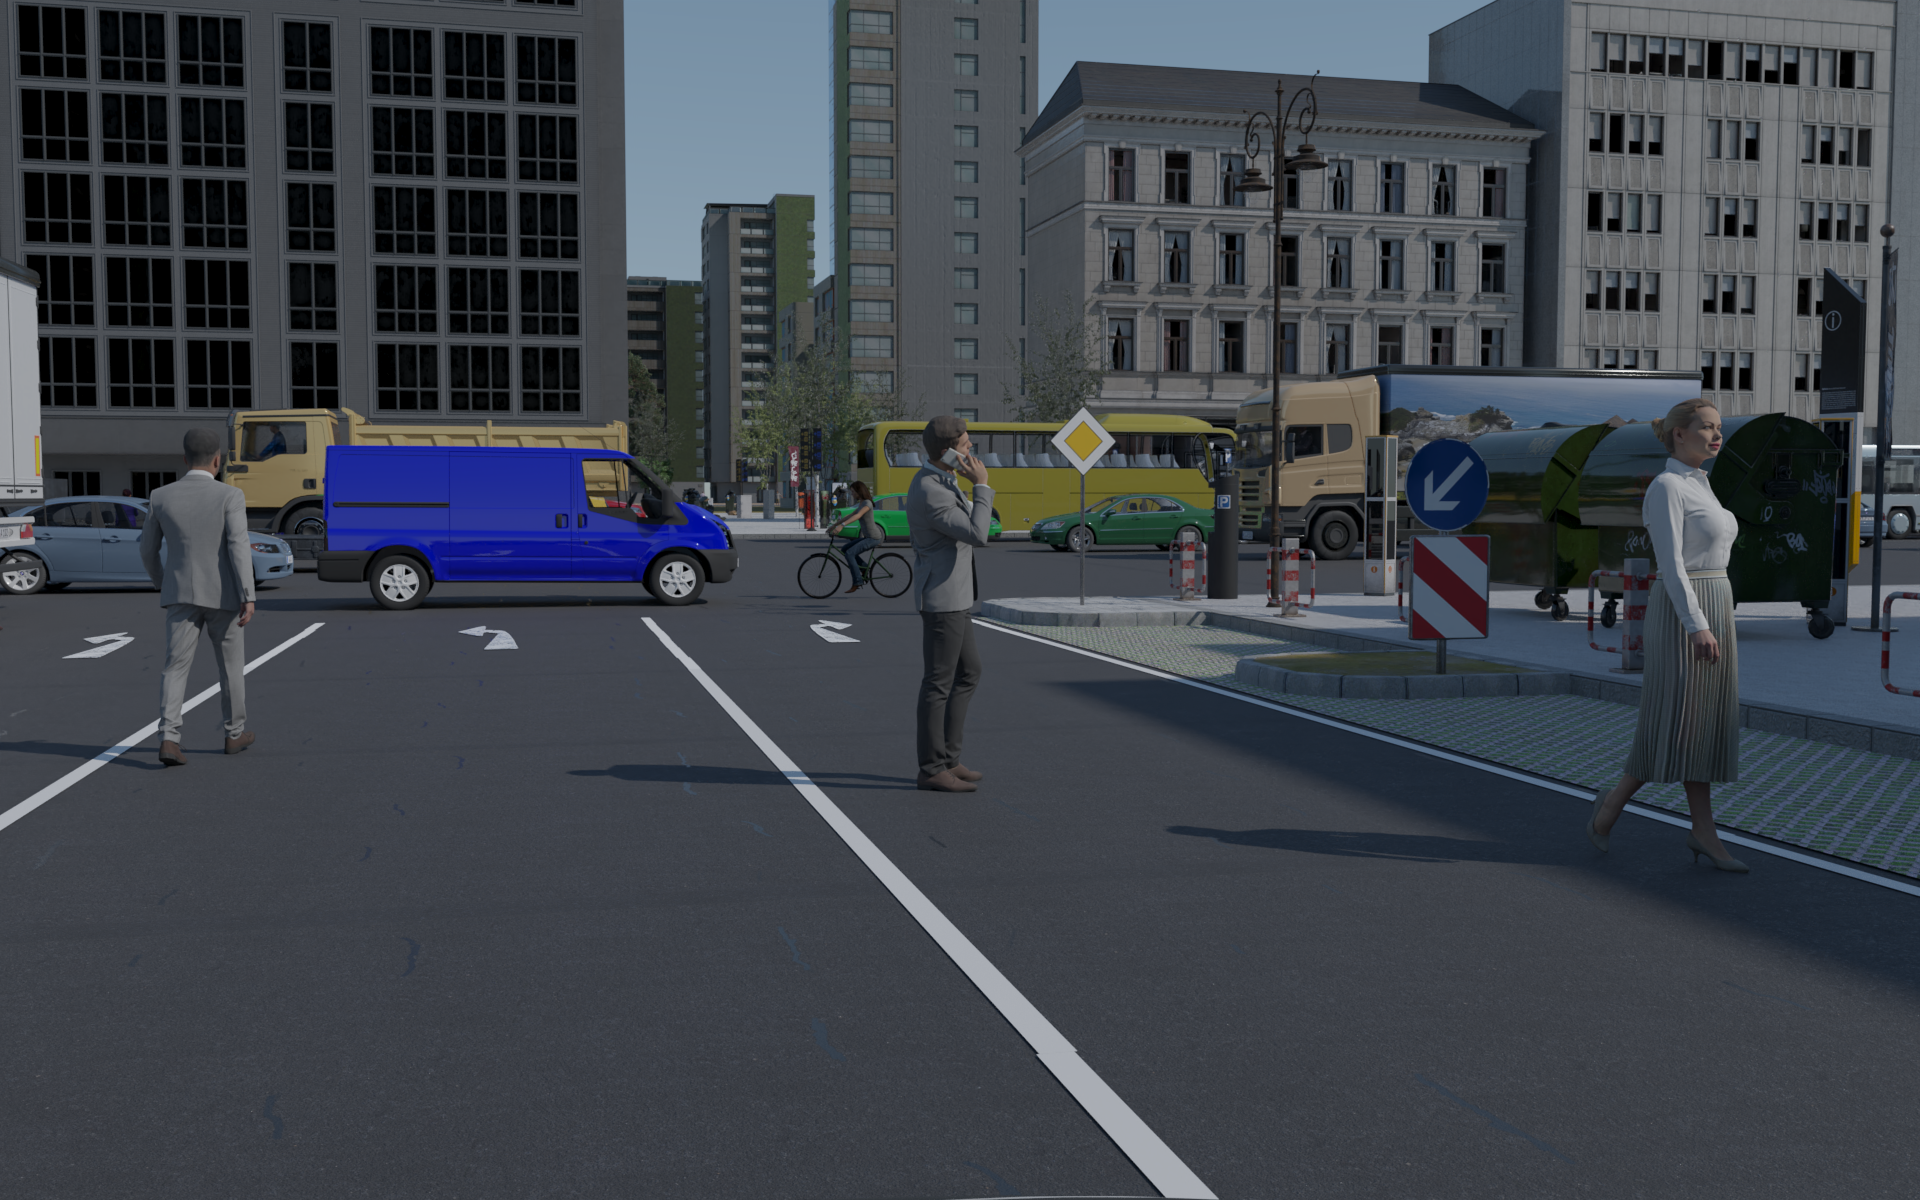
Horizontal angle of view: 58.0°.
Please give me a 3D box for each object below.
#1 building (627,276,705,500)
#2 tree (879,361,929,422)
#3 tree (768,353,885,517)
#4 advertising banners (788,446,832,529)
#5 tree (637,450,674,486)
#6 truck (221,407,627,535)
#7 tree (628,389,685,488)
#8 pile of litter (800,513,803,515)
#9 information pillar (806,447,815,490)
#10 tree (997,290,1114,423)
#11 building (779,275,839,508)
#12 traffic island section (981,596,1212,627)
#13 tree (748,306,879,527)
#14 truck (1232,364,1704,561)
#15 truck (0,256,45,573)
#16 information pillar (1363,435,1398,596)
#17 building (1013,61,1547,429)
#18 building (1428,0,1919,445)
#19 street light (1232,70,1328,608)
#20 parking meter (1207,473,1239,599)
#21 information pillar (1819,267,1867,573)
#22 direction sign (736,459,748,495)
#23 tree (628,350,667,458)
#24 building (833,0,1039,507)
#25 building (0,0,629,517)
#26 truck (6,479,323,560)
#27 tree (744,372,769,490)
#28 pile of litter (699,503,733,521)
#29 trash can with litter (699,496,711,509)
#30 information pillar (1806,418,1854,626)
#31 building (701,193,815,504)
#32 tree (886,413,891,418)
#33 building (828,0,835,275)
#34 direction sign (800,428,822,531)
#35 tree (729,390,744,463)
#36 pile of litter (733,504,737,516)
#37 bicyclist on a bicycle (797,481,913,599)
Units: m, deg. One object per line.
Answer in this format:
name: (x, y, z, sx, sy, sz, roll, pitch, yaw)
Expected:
building: (-42.062, -28.211, 232.951, 14.107, 30.474, 14.160, -1, 4, -14)
tree: (-3.793, -8.920, 96.199, 4.360, 8.622, 3.978, 0, 3, 0)
tree: (-6.879, -8.478, 88.984, 4.737, 8.622, 4.395, 0, 3, 0)
advertising banners: (-5.499, -4.114, 63.444, 0.090, 3.025, 2.074, 3, 5, 45)
tree: (-22.739, -8.878, 128.872, 4.285, 4.588, 4.351, 0, 3, 0)
truck: (-12.821, -2.724, 40.454, 9.791, 3.379, 3.469, -1, 4, -15)
tree: (-21.343, -10.367, 119.863, 4.360, 8.622, 3.978, 0, 3, 0)
pile of litter: (-9.060, -5.695, 107.074, 1.719, 0.858, 1.176, 2, 4, 34)
information pillar: (-7.189, -5.637, 83.519, 0.504, 3.616, 0.183, -3, 5, -43)
tree: (3.593, -6.802, 61.568, 4.360, 8.622, 3.978, 0, 3, 0)
building: (-0.248, -18.895, 153.966, 27.650, 21.520, 28.899, -1, 4, -14)
traffic island section: (1.426, 0.140, 19.985, 2.009, 0.180, 2.903, -1, 4, -14)
tree: (-5.814, -7.153, 67.314, 4.360, 8.622, 3.978, 0, 3, 0)
truck: (11.103, -3.070, 39.109, 11.283, 4.237, 2.839, -1, 4, -14)
truck: (-16.752, -1.867, 19.445, 11.283, 4.237, 2.839, -1, 4, -12)
information pillar: (5.299, -1.061, 21.833, 0.304, 2.012, 0.304, 3, 5, 40)
building: (5.537, -13.930, 78.673, 40.483, 20.767, 10.553, -1, 4, -14)
building: (35.134, -16.397, 86.118, 19.932, 24.808, 12.078, -1, 4, -14)
street light: (3.559, -2.854, 19.457, 0.468, 5.910, 1.993, -1, 4, -14)
parking meter: (3.224, -0.784, 21.225, 0.372, 1.533, 0.369, 0, 3, 0)
information pillar: (9.025, -1.616, 17.780, 0.183, 3.616, 0.504, -1, 4, -21)
direction sign: (-14.698, -7.575, 115.841, 0.379, 3.537, 0.876, 2, 4, 31)
tree: (-29.346, -14.948, 151.830, 7.806, 13.903, 7.818, 0, 3, 0)
building: (-2.591, -27.344, 130.676, 14.154, 41.232, 14.086, -1, 4, -14)
building: (-26.386, -17.069, 72.579, 24.014, 27.812, 14.314, -1, 4, -14)
truck: (-14.947, -2.550, 31.450, 18.799, 4.110, 2.967, -1, 4, -15)
tree: (-9.052, -8.892, 95.748, 4.737, 8.622, 4.395, 0, 3, 0)
pile of litter: (-11.887, -4.280, 83.950, 1.176, 0.858, 1.719, 0, 4, 6)
trash can with litter: (-15.393, -5.611, 103.132, 0.624, 1.170, 1.055, 2, 4, 32)
information pillar: (8.482, -0.759, 16.899, 0.304, 2.012, 0.304, 1, 4, 11)
building: (-27.680, -33.853, 237.083, 14.086, 41.232, 14.154, -1, 4, -14)
tree: (-5.890, -9.616, 107.585, 4.737, 8.622, 4.395, 0, 3, 0)
building: (-5.947, -56.999, 244.607, 31.000, 86.520, 22.319, -1, 4, -14)
direction sign: (-5.119, -4.137, 59.629, 0.876, 3.537, 0.379, 2, 4, 30)
tree: (-12.457, -9.732, 109.488, 4.737, 8.622, 4.395, 0, 3, 0)
pile of litter: (-13.438, -5.479, 103.542, 1.176, 0.858, 1.719, 1, 4, 22)
bicyclist on a bicycle: (-1.433, -0.835, 23.681, 1.625, 1.676, 1.499, -1, 4, -13)
